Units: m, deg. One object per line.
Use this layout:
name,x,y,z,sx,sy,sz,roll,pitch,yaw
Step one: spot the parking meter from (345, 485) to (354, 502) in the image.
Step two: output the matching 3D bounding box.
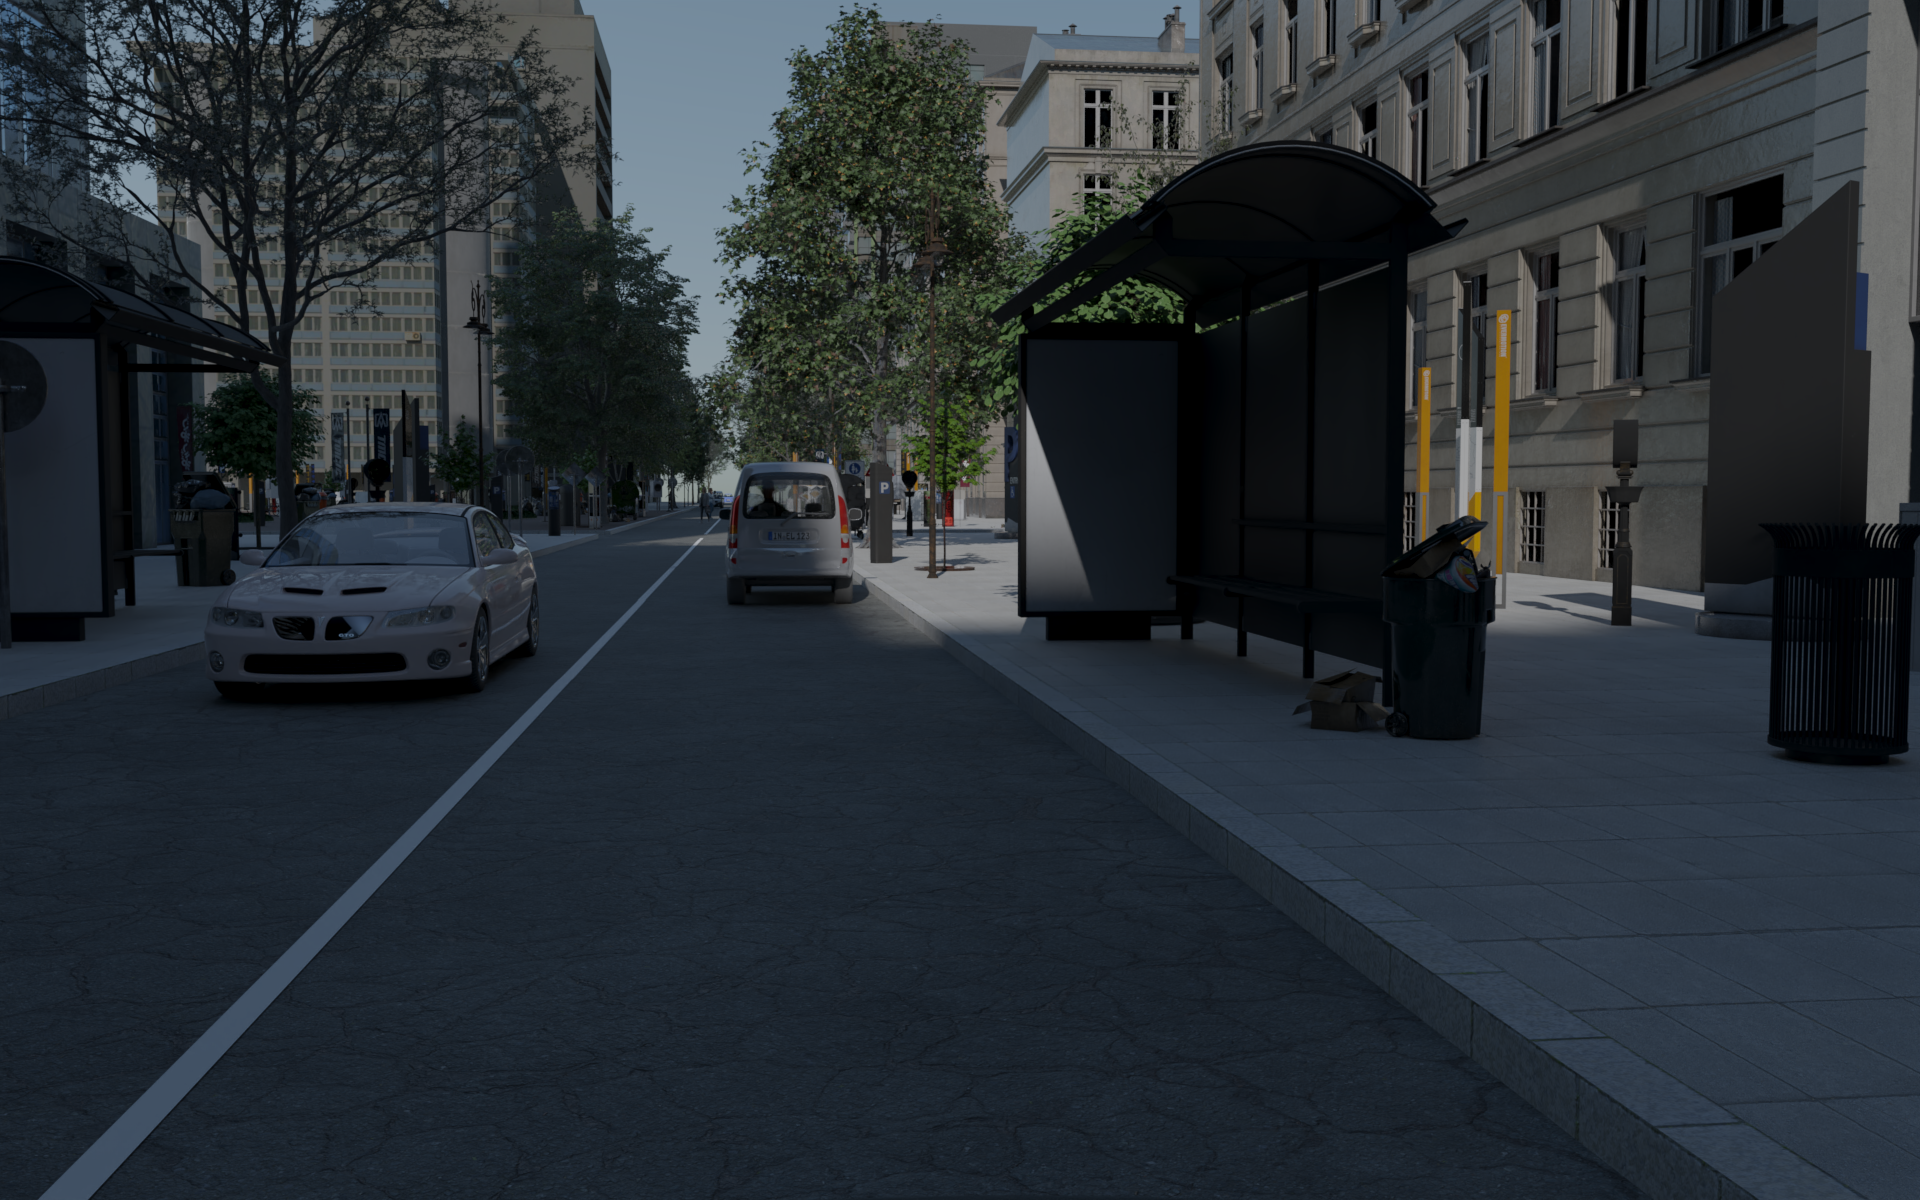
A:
parking meter,-32.191,-5.235,91.296,0.399,1.863,0.255,1,4,15

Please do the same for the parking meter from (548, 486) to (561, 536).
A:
parking meter,-12.423,-2.728,53.018,0.372,1.533,0.369,0,3,0

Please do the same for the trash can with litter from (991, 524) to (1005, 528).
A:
trash can with litter,2.176,-3.351,65.843,2.233,1.210,1.678,3,5,42

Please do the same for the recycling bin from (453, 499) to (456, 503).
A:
recycling bin,-28.060,-5.189,97.402,0.722,1.027,0.722,-2,4,-35

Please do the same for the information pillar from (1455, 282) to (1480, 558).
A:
information pillar,5.661,-1.716,19.403,0.183,3.616,0.504,1,4,18

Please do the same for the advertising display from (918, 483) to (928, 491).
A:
advertising display,-2.315,-6.031,103.819,0.974,1.923,0.123,3,4,36

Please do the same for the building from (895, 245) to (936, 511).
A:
building,2.108,-17.453,127.156,13.314,21.916,24.055,0,4,-7

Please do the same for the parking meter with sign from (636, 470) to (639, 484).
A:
parking meter with sign,-23.082,-7.779,123.448,0.543,3.016,1.738,1,4,12

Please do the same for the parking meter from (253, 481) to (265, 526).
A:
parking meter,-27.917,-3.872,69.019,0.255,1.863,0.399,3,5,40

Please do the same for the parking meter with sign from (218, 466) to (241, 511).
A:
parking meter with sign,-47.296,-7.083,112.067,1.738,3.016,0.543,1,4,13

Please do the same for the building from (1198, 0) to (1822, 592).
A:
building,15.445,-12.284,34.127,16.112,22.955,30.059,0,4,-7

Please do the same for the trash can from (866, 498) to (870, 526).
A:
trash can,-3.308,-3.323,65.990,0.748,1.137,0.748,0,3,0

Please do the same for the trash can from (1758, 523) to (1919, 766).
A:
trash can,4.251,0.201,8.366,0.748,1.137,0.748,0,3,0

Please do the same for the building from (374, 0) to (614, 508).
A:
building,-45.361,-33.336,168.745,21.300,48.544,21.600,0,4,-7

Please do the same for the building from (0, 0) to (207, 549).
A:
building,-33.608,-43.848,29.580,31.000,86.520,22.319,0,4,-7

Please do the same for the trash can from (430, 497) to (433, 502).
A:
trash can,-28.172,-4.880,91.441,0.748,1.137,0.748,0,3,0

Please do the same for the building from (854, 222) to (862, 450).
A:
building,-3.383,-29.684,168.921,14.154,41.232,14.086,0,4,-7

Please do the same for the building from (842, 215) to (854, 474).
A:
building,-1.601,-35.005,191.947,23.786,49.044,30.456,0,4,-7

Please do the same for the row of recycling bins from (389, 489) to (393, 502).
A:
row of recycling bins,-39.893,-7.118,123.490,1.069,1.692,3.534,0,4,-4

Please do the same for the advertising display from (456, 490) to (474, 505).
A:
advertising display,-17.420,-3.409,60.949,0.974,1.923,0.123,3,5,41

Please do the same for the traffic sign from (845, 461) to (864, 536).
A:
traffic sign,-3.213,-3.110,52.980,0.606,2.300,0.079,0,4,2

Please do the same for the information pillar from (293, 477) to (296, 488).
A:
information pillar,-29.480,-4.401,76.444,0.304,2.012,0.304,-1,4,-10

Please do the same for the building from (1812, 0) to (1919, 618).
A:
building,16.248,-13.848,3.913,11.434,29.767,29.804,0,4,-7

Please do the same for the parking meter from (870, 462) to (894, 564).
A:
parking meter,-1.449,-1.614,32.105,0.399,1.863,0.255,-2,4,-32

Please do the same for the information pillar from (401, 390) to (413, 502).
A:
information pillar,-12.471,-2.920,39.101,0.183,3.616,0.504,0,4,-2

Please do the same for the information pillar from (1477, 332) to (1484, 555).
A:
information pillar,6.365,-1.856,21.698,0.183,3.616,0.504,-1,4,-15

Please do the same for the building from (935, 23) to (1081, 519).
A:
building,5.425,-18.655,102.268,12.463,27.353,25.104,0,4,-7

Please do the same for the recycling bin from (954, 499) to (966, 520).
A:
recycling bin,-0.114,-4.407,84.602,0.722,1.027,0.722,1,4,9

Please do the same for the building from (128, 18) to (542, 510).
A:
building,-48.856,-27.753,145.637,32.217,40.220,23.993,0,4,-7

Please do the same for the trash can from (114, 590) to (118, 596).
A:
trash can,-10.490,-0.562,20.847,0.748,1.137,0.748,0,3,0

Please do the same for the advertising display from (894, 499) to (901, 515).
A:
advertising display,-4.101,-6.268,107.700,0.974,1.923,0.123,-3,4,-38

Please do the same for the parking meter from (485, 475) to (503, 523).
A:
parking meter,-14.187,-2.886,52.898,0.399,1.863,0.255,-2,4,-27

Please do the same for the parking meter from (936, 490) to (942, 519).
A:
parking meter,-1.023,-4.873,88.080,0.372,1.533,0.369,0,3,0

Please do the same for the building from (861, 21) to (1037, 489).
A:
building,-1.039,-28.816,154.728,14.154,41.232,14.086,0,4,-7

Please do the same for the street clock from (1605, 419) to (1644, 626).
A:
street clock,6.465,-0.752,16.872,0.358,2.002,0.471,1,4,20

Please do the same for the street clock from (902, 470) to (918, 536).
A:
street clock,-1.525,-2.927,52.422,0.471,2.002,0.358,0,4,4

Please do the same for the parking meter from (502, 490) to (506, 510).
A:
parking meter,-32.286,-6.969,122.359,0.372,1.533,0.369,0,3,0

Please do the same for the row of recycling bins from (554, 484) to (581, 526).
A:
row of recycling bins,-16.224,-3.898,70.843,1.069,1.692,3.534,-1,4,-20

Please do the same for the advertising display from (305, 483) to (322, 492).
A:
advertising display,-36.610,-5.683,98.124,0.974,1.923,0.123,0,4,1

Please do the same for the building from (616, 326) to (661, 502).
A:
building,-56.823,-31.430,285.575,14.160,30.474,14.107,0,4,-7

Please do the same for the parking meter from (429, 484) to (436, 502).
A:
parking meter,-30.738,-5.814,100.766,0.399,1.863,0.255,-2,4,-30

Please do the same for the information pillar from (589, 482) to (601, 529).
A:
information pillar,-13.497,-3.637,63.960,0.304,2.012,0.304,3,5,43

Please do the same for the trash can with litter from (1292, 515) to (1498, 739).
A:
trash can with litter,2.307,0.130,9.264,1.055,1.170,0.624,2,4,33

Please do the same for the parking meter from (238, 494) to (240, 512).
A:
parking meter,-48.701,-6.624,116.715,0.372,1.533,0.369,0,3,0

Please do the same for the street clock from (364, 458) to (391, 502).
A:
street clock,-11.833,-1.874,35.206,0.471,2.002,0.358,-3,5,-40

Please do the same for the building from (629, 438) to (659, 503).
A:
building,-60.487,-25.563,262.999,27.650,21.520,28.899,0,4,-7

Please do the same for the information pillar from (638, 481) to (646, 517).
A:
information pillar,-17.646,-5.601,96.061,0.304,2.012,0.304,1,4,14

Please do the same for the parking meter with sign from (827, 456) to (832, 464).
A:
parking meter with sign,-5.895,-5.123,80.025,0.543,3.016,1.738,0,4,-7

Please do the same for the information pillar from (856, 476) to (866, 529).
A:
information pillar,-3.643,-3.587,63.139,0.304,2.012,0.304,3,4,36

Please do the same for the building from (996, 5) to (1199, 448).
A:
building,19.901,-16.021,81.026,34.723,24.649,14.460,0,4,-7

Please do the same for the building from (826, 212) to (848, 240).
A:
building,-10.645,-43.870,259.272,21.231,58.520,28.212,0,4,-7

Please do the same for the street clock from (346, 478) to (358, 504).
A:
street clock,-27.006,-4.429,76.984,0.358,2.002,0.471,3,5,40

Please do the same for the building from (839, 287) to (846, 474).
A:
building,-11.975,-28.515,237.919,14.160,30.474,14.107,0,4,-7
